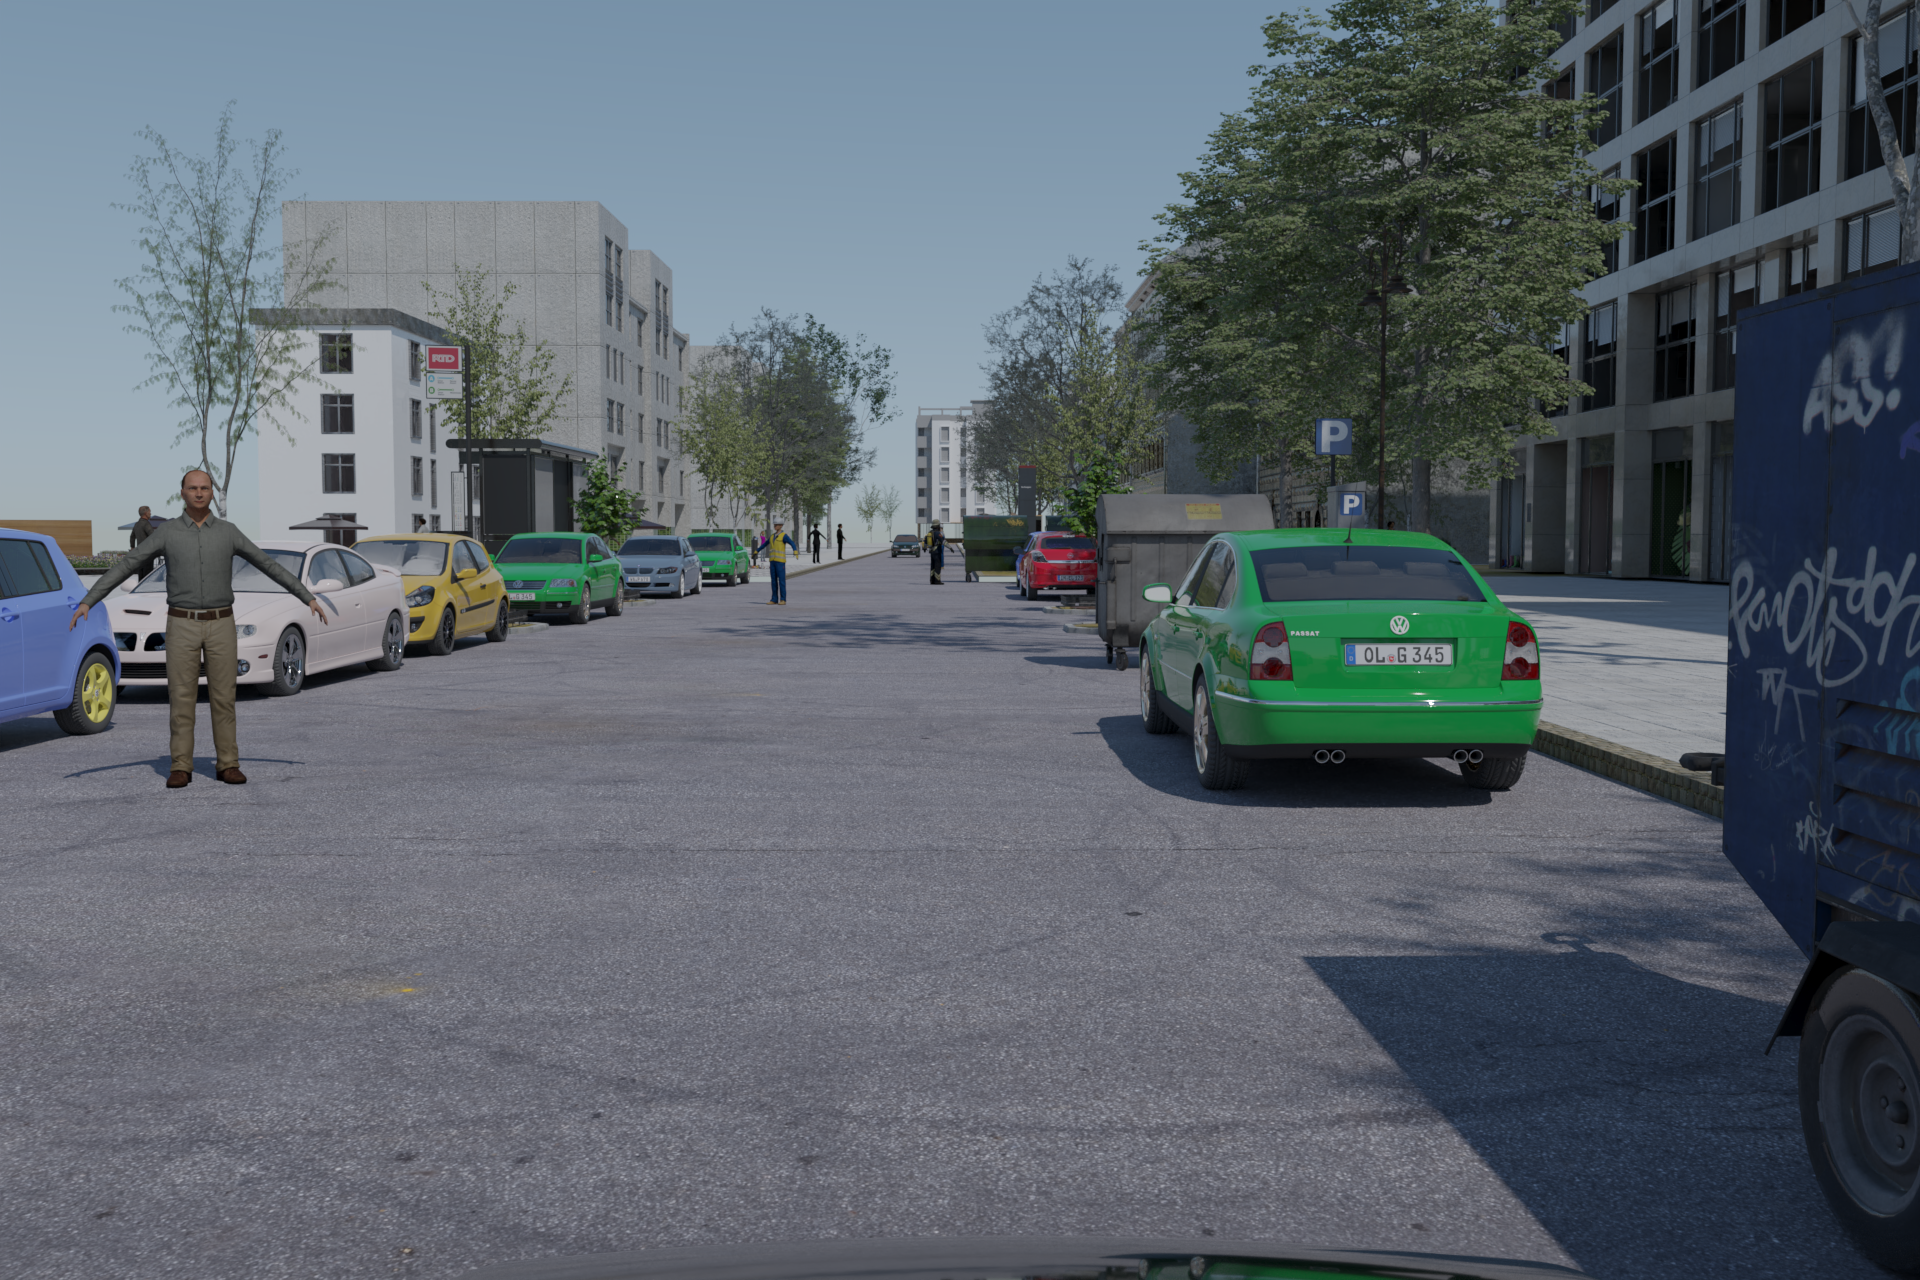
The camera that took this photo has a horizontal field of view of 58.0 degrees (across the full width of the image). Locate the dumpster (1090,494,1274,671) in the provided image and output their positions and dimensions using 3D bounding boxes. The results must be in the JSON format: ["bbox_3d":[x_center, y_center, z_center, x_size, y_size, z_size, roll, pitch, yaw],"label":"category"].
[{"bbox_3d":[2.379,-0.637,18.632,1.865,1.857,1.264,0,4,-2],"label":"dumpster"}]

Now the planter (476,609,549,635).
[{"bbox_3d":[-7.168,-0.267,25.511,1.991,0.319,1.994,0,4,0],"label":"planter"}]

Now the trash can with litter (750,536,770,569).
[{"bbox_3d":[-7.522,-3.279,64.670,1.678,1.210,2.233,0,4,-1],"label":"trash can with litter"}]

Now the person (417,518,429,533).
[{"bbox_3d":[-17.954,-3.158,57.818,0.705,1.806,1.347,1,4,11],"label":"person"}]

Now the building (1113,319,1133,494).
[{"bbox_3d":[21.473,-18.001,125.239,19.493,23.208,18.063,0,4,0],"label":"building"}]

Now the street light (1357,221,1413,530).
[{"bbox_3d":[6.345,-3.256,26.021,0.468,5.910,1.993,0,4,-1],"label":"street light"}]

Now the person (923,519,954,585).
[{"bbox_3d":[-0.657,-2.483,48.841,0.705,1.856,1.354,-3,4,-38],"label":"person"}]

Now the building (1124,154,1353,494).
[{"bbox_3d":[20.657,-16.794,105.510,19.493,23.208,18.063,0,4,-1],"label":"building"}]

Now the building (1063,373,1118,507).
[{"bbox_3d":[21.306,-20.341,199.029,16.747,18.905,31.486,0,4,-1],"label":"building"}]

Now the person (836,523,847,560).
[{"bbox_3d":[-5.924,-4.883,86.021,0.705,1.806,1.347,-1,4,-21],"label":"person"}]

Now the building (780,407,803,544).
[{"bbox_3d":[-29.415,-21.298,214.677,16.747,18.905,31.486,0,4,0],"label":"building"}]

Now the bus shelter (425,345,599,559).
[{"bbox_3d":[-10.232,-3.783,39.477,2.179,5.291,8.768,0,3,0],"label":"bus shelter"}]

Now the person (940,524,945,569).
[{"bbox_3d":[-0.806,-3.816,70.708,0.705,1.847,1.347,1,4,15],"label":"person"}]

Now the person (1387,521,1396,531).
[{"bbox_3d":[18.065,-4.058,72.492,1.345,1.843,0.704,-2,4,-25],"label":"person"}]

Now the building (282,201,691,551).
[{"bbox_3d":[-27.587,-14.773,107.995,16.747,18.905,31.486,0,4,0],"label":"building"}]

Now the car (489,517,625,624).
[{"bbox_3d":[-6.800,-1.227,28.865,1.959,1.807,4.718,0,4,0],"label":"car"}]

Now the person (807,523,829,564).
[{"bbox_3d":[-6.171,-4.178,75.029,1.216,1.740,0.721,3,4,38],"label":"person"}]

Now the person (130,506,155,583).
[{"bbox_3d":[-15.100,-1.590,32.172,1.348,1.807,0.705,3,4,37],"label":"person"}]

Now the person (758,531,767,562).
[{"bbox_3d":[-9.036,-4.322,79.926,0.599,1.433,0.991,2,4,31],"label":"person"}]

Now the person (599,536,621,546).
[{"bbox_3d":[-11.214,-2.961,54.537,0.705,1.813,1.348,2,4,29],"label":"person"}]

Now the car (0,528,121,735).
[{"bbox_3d":[-6.990,-0.093,11.104,1.945,1.707,3.694,0,4,-1],"label":"car"}]

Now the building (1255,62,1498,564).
[{"bbox_3d":[25.010,-15.332,81.609,19.493,23.208,18.063,0,4,-1],"label":"building"}]

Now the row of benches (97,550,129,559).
[{"bbox_3d":[-32.148,-3.090,65.987,1.422,0.672,4.104,-3,4,-36],"label":"row of benches"}]

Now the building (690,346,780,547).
[{"bbox_3d":[-28.712,-19.083,178.457,16.747,18.905,31.486,0,4,1],"label":"building"}]

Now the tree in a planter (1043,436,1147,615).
[{"bbox_3d":[2.533,-2.105,31.646,1.991,3.239,1.994,0,4,-1],"label":"tree in a planter"}]

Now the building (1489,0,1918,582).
[{"bbox_3d":[27.722,-14.572,41.461,19.350,26.588,34.151,0,4,0],"label":"building"}]

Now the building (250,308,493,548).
[{"bbox_3d":[-25.659,-8.342,78.533,9.099,9.664,28.070,0,4,0],"label":"building"}]

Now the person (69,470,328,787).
[{"bbox_3d":[-4.337,-0.072,9.902,1.348,1.796,0.705,-2,4,-28],"label":"person"}]

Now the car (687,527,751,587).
[{"bbox_3d":[-6.959,-2.428,48.488,1.959,1.807,4.718,0,4,0],"label":"car"}]

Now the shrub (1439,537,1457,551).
[{"bbox_3d":[16.148,-2.867,57.993,1.383,1.207,1.383,0,3,0],"label":"shrub"}]

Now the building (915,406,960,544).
[{"bbox_3d":[-6.054,-23.785,247.767,11.380,20.090,16.016,0,4,-1],"label":"building"}]

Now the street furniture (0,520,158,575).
[{"bbox_3d":[-29.233,-2.937,54.880,11.010,1.723,9.812,-3,5,-44],"label":"street furniture"}]

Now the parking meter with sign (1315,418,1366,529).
[{"bbox_3d":[5.629,-1.780,25.363,0.543,3.016,1.738,0,3,0],"label":"parking meter with sign"}]

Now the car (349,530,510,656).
[{"bbox_3d":[-6.884,-0.696,21.611,2.015,1.641,3.980,0,4,-1],"label":"car"}]

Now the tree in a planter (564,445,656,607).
[{"bbox_3d":[-7.221,-2.305,34.910,1.991,3.239,1.994,0,3,0],"label":"tree in a planter"}]

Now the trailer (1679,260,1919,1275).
[{"bbox_3d":[2.474,0.201,3.756,1.471,1.999,3.904,0,4,-1],"label":"trailer"}]

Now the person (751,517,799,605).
[{"bbox_3d":[-3.731,-1.597,35.026,1.216,1.772,0.721,2,4,34],"label":"person"}]
